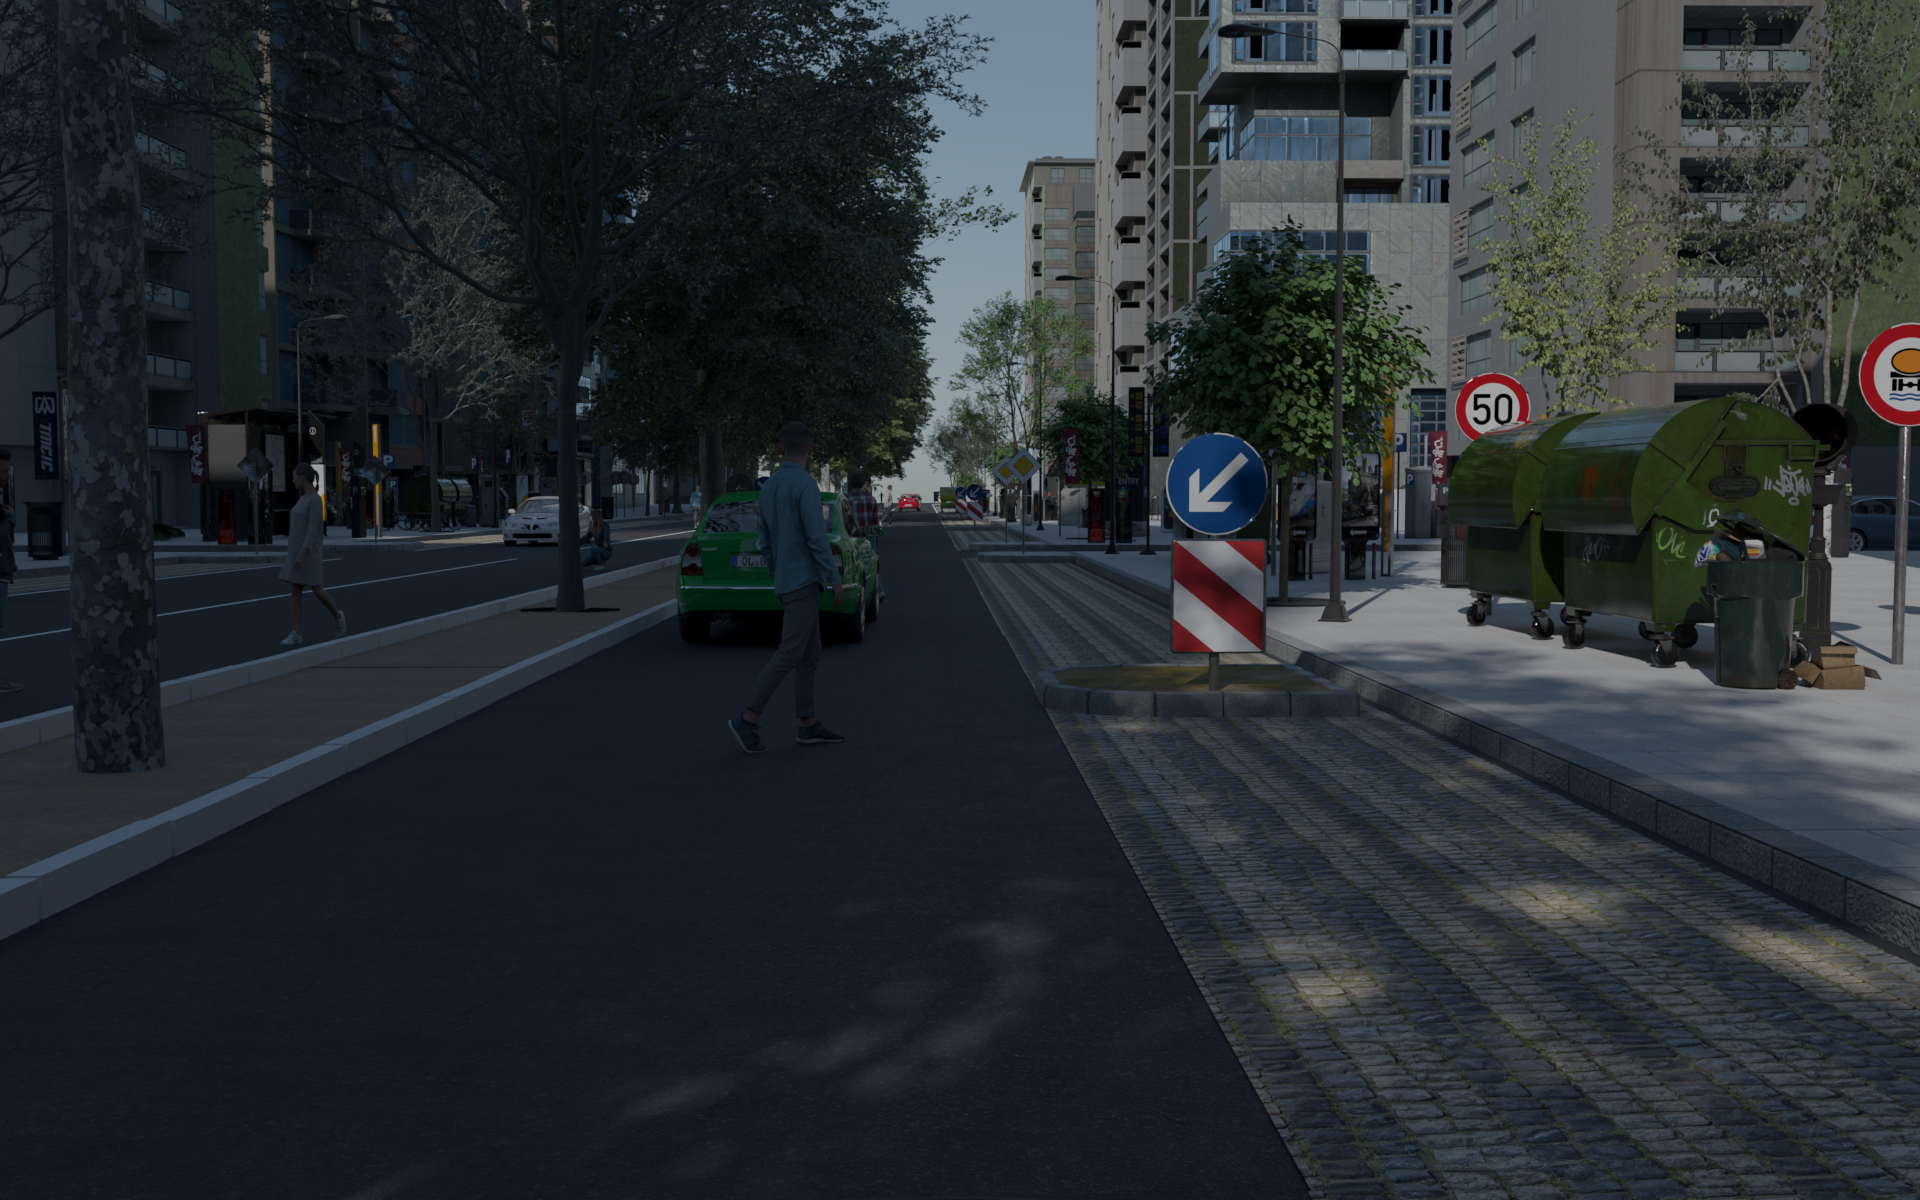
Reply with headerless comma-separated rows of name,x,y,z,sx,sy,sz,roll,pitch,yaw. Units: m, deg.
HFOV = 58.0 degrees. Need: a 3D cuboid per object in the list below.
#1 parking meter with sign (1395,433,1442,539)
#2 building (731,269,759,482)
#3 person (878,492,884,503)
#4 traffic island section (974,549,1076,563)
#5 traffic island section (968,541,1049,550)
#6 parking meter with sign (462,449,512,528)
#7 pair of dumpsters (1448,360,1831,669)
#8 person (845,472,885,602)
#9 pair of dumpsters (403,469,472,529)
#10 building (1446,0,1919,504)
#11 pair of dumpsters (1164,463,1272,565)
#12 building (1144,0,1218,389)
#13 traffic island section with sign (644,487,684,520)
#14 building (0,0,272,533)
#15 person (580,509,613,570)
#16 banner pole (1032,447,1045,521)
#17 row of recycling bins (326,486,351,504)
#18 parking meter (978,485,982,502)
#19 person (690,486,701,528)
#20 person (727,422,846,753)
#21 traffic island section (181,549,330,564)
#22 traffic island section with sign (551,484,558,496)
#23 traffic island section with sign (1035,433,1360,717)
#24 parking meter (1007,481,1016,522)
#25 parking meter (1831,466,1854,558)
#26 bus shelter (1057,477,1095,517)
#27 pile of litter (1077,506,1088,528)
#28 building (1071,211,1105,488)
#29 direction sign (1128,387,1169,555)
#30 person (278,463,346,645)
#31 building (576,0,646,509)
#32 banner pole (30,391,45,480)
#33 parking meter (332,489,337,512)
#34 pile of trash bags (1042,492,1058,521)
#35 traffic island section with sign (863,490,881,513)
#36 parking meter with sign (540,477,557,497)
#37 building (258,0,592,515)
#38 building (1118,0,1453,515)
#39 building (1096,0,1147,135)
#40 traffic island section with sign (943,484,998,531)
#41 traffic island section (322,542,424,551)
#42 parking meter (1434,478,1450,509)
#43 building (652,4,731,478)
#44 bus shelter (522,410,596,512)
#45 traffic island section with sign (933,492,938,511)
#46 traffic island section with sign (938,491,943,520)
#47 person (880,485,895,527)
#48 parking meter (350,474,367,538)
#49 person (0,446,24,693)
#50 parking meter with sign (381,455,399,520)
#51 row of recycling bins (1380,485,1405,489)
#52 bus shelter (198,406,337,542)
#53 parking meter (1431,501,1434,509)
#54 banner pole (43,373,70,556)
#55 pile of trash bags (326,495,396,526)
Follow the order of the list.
parking meter with sign,13.226,-3.280,49.882,1.738,3.016,0.543,-2,4,-31
building,-39.145,-35.876,270.161,14.154,41.232,14.086,0,4,-1
person,-12.264,-15.990,269.963,1.348,1.821,0.705,3,5,42
traffic island section,1.385,-0.914,37.225,2.009,0.180,2.903,0,4,-1
traffic island section,1.229,-1.402,45.209,2.009,0.180,2.903,0,4,-1
parking meter with sign,-18.172,-4.310,66.735,1.738,3.016,0.543,-2,4,-31
pair of dumpsters,5.564,-0.746,14.691,1.574,2.255,4.437,0,4,-1
person,-1.300,-0.828,22.872,0.563,1.720,0.643,-2,4,-30
pair of dumpsters,-20.000,-3.906,66.364,1.574,2.255,4.437,0,4,-1
building,27.175,-23.281,64.232,14.086,41.232,14.154,0,4,-1
pair of dumpsters,4.990,-1.885,33.313,1.574,2.255,4.437,0,4,-1
building,23.503,-42.437,132.102,20.563,71.187,20.611,0,4,-1
traffic island section with sign,-16.133,-5.251,94.474,1.989,1.847,2.006,0,4,-1
building,-34.251,-23.081,60.975,14.154,41.232,14.086,0,4,-1
person,-6.832,-1.137,32.587,0.738,1.151,1.012,-3,5,-45
banner pole,3.765,-5.604,81.646,0.863,3.779,0.401,2,4,30
row of recycling bins,-28.287,-4.184,75.526,3.534,1.692,1.069,-1,4,-15
parking meter,1.358,-6.742,115.946,0.255,1.863,0.399,0,4,5
person,-10.982,-3.892,72.474,0.601,1.785,0.444,1,4,13
person,-0.994,-0.088,9.808,0.748,1.841,0.638,-1,4,-23
traffic island section,-15.004,-0.895,36.913,2.009,0.180,2.903,0,4,-1
traffic island section with sign,-15.603,-3.587,67.275,1.989,1.847,2.006,0,4,-1
traffic island section with sign,1.543,-0.205,11.984,1.989,1.847,2.006,0,4,-1
parking meter,2.317,-4.485,79.040,0.399,1.863,0.255,-3,4,-37
parking meter,17.726,-1.785,34.903,0.255,1.863,0.399,-2,4,-31
bus shelter,5.260,-6.024,76.127,2.179,5.291,8.768,0,4,-1
pile of litter,5.049,-3.172,65.834,1.176,0.858,1.719,0,4,4
building,18.345,-24.889,178.630,14.160,30.474,14.107,0,4,-1
direction sign,3.980,-2.727,36.577,0.876,3.537,0.379,1,4,20
person,-6.264,-0.454,16.676,0.466,1.731,0.760,1,4,17
building,-41.537,-51.963,162.265,22.319,86.520,31.000,0,4,-1
banner pole,-19.480,-2.891,37.289,0.863,3.779,0.401,-2,4,-28
parking meter,-25.504,-3.825,70.948,0.372,1.533,0.369,0,3,0
pile of trash bags,4.709,-4.579,84.623,1.912,1.369,3.447,-1,4,-20
traffic island section with sign,-6.433,-6.834,119.874,2.006,1.907,1.989,0,4,-1
parking meter with sign,-18.611,-5.019,78.317,1.738,3.016,0.543,-1,4,-11
building,-41.123,-29.299,133.664,22.147,44.769,28.867,0,4,-1
building,22.071,-48.068,98.582,22.319,86.520,31.000,0,4,-1
building,26.865,-34.710,156.742,28.713,52.752,27.495,0,4,-1
traffic island section with sign,0.454,-3.637,68.099,1.989,1.847,2.006,0,4,-1
traffic island section,-15.159,-1.383,44.896,2.009,0.180,2.903,0,4,-1
parking meter,15.686,-3.084,56.131,0.399,1.863,0.255,-1,4,-9
building,-42.037,-49.737,251.448,20.563,71.187,20.611,0,4,-1
bus shelter,-19.824,-6.582,85.246,2.179,5.291,8.768,0,4,-1
traffic island section with sign,-1.025,-8.284,144.069,1.989,1.847,2.006,0,4,-1
traffic island section with sign,-0.065,-5.286,95.049,1.989,1.847,2.006,0,4,-1
person,-3.226,-4.159,76.344,0.795,1.843,0.661,0,4,3
parking meter,-17.609,-2.753,50.730,0.399,1.863,0.255,1,4,23
person,-7.001,-0.219,12.420,0.623,1.781,0.721,2,4,33
parking meter with sign,-24.970,-4.880,76.044,0.543,3.016,1.738,-2,4,-27
row of recycling bins,19.224,-4.227,76.218,3.534,1.692,1.069,1,4,23
bus shelter,-19.677,-3.563,49.530,1.731,3.624,6.357,0,4,-1
parking meter,17.274,-3.490,62.774,0.255,1.863,0.399,0,4,-7
banner pole,-18.702,-2.826,36.214,0.401,3.779,0.863,-1,4,-10
pile of trash bags,-24.167,-3.630,69.110,3.447,1.369,1.912,0,4,7
